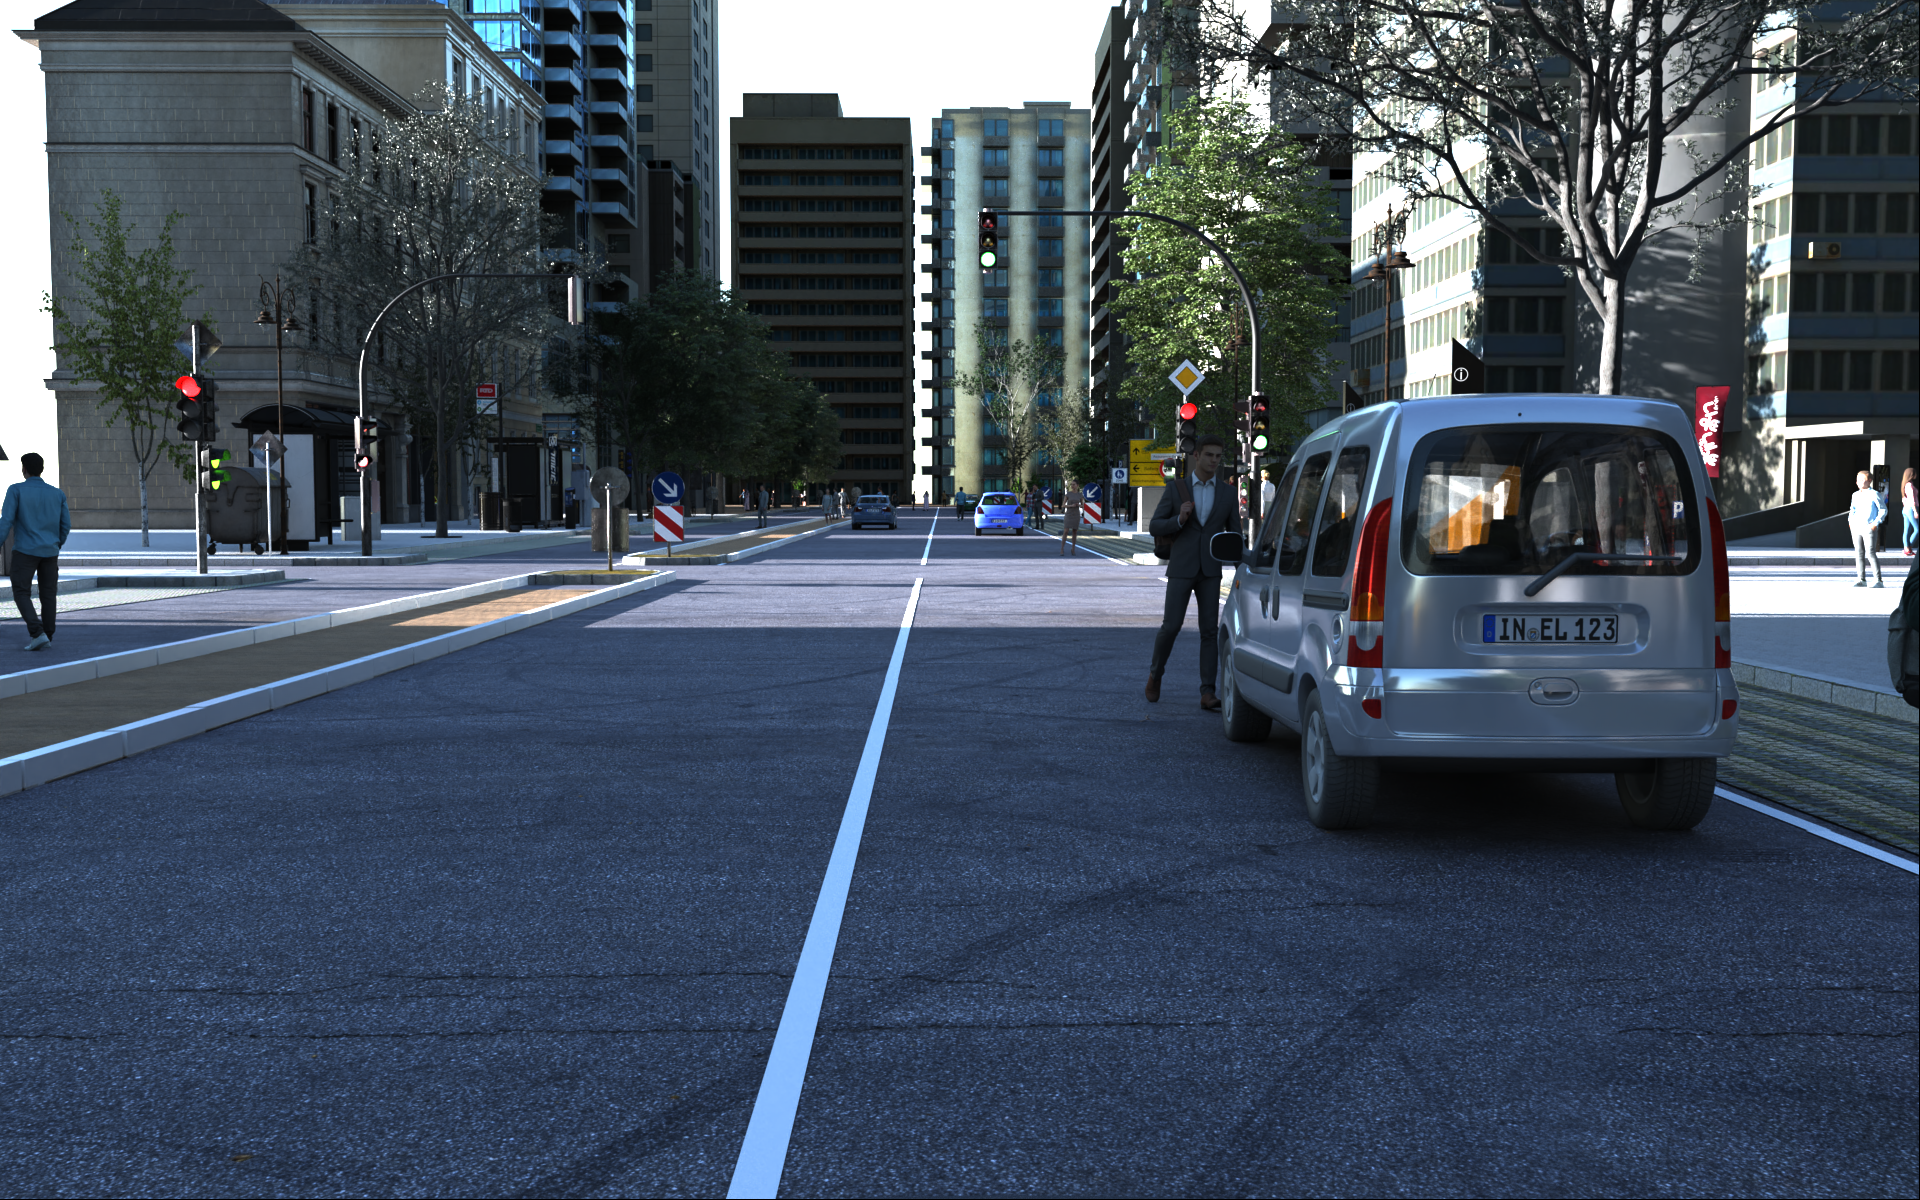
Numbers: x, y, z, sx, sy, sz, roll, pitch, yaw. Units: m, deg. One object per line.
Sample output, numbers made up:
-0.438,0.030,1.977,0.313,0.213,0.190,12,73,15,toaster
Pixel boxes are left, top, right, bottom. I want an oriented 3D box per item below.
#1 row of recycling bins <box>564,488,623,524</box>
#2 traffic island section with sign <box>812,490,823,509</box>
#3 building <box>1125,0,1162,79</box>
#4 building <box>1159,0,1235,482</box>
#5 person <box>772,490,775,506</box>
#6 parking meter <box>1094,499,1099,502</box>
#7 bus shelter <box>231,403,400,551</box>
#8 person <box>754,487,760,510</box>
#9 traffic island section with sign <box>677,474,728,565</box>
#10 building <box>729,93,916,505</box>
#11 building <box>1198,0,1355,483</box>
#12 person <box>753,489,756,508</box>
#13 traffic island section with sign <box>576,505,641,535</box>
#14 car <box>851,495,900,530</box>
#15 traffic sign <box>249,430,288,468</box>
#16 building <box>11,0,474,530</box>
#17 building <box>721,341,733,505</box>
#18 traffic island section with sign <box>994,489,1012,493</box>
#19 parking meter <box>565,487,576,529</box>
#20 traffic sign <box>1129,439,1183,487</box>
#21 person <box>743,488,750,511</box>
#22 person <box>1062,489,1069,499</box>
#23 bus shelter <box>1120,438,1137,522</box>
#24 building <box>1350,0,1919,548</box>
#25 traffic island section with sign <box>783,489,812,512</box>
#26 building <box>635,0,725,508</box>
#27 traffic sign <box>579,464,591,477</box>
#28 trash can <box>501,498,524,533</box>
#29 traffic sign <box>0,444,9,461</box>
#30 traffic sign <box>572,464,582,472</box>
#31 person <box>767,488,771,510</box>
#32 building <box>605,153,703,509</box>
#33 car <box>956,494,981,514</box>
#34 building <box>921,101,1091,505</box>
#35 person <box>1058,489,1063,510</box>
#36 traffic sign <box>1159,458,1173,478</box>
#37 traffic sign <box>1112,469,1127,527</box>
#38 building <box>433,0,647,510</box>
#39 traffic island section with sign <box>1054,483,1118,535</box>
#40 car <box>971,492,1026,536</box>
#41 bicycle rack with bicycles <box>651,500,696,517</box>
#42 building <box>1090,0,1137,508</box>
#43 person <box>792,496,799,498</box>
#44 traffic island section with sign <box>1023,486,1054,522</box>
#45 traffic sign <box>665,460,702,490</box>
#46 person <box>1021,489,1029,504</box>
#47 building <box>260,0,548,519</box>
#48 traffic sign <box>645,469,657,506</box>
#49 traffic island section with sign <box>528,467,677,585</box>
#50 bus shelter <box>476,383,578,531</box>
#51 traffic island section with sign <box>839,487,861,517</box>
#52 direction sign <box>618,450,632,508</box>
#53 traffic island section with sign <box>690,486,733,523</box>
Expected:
-16.141,-4.184,75.524,1.069,1.692,3.534,2,4,34,row of recycling bins
-13.324,-9.589,165.407,1.989,1.847,2.006,0,4,-1,traffic island section with sign
25.293,-31.910,141.329,23.786,49.044,30.456,0,4,-1,building
20.639,-26.648,119.290,14.154,41.232,14.086,0,4,-1,building
-19.590,-10.775,183.011,0.445,1.727,0.742,2,4,28,person
6.189,-4.337,79.328,0.372,1.533,0.369,0,3,0,parking meter
-15.247,-2.905,41.422,2.014,3.302,5.546,0,4,-1,bus shelter
-16.218,-8.080,138.167,0.705,1.823,1.348,-3,4,-37,person
-5.899,-1.684,35.674,2.006,1.907,1.989,0,4,-1,traffic island section with sign
-16.370,-36.044,213.027,21.600,48.544,21.300,0,4,-1,building
28.738,-31.049,96.894,28.713,52.752,27.495,0,4,-1,building
-19.223,-9.474,161.773,0.721,1.723,1.217,-2,4,-31,person
-12.256,-3.176,60.559,1.989,1.847,2.006,0,4,-1,traffic island section with sign
-3.491,-3.603,70.912,2.014,1.417,4.499,0,4,0,car
-14.189,-2.190,35.540,0.795,2.593,0.064,0,4,1,traffic sign
-28.225,-12.992,63.336,10.553,20.767,40.483,0,4,-1,building
-42.384,-22.664,215.603,28.899,21.520,27.650,0,4,-1,building
3.681,-7.906,137.884,1.989,1.847,2.006,0,4,-1,traffic island section with sign
-14.310,-3.376,63.602,0.372,1.533,0.369,0,3,0,parking meter
7.346,-4.273,63.744,2.265,3.308,0.079,0,4,6,traffic sign
-15.849,-7.448,128.485,0.551,1.740,0.621,2,4,35,person
8.055,-7.465,128.821,1.217,1.743,0.721,-3,4,-39,person
8.198,-5.199,76.287,1.731,3.624,6.357,0,4,0,bus shelter
26.675,-22.270,55.998,23.993,40.220,32.217,0,4,-1,building
-13.047,-7.922,138.151,1.989,1.847,2.006,0,4,-1,traffic island section with sign
-34.619,-44.616,167.716,20.611,71.187,20.563,0,4,-1,building
-16.011,-4.484,73.421,0.768,2.556,0.104,0,4,4,traffic sign
-14.962,-2.831,57.936,0.748,1.137,0.748,0,3,0,trash can
-15.678,-1.701,27.815,0.884,2.594,0.081,0,4,8,traffic sign
-16.250,-4.450,72.867,0.768,2.556,0.104,0,4,8,traffic sign
-15.684,-8.232,141.154,0.721,1.766,1.217,1,4,13,person
-30.261,-23.104,149.445,14.160,30.474,14.107,0,4,-1,building
0.686,-6.960,125.595,2.131,1.459,4.920,0,4,-1,car
10.457,-36.355,214.006,30.456,49.044,23.786,0,4,-1,building
8.344,-8.266,141.995,0.742,1.727,0.445,2,4,33,person
7.423,-3.741,61.272,0.768,2.556,0.104,0,4,5,traffic sign
6.263,-4.029,68.008,0.606,2.300,0.079,0,4,2,traffic sign
-34.889,-49.684,125.011,22.319,86.520,31.000,0,4,-1,building
4.466,-3.189,60.768,1.989,1.847,2.006,0,4,-1,traffic island section with sign
1.367,-3.126,60.706,1.945,1.707,3.694,0,4,1,car
-16.442,-5.220,98.721,2.852,0.926,2.925,-1,4,-20,bicycle rack with bicycles
24.140,-33.248,167.314,21.300,48.544,21.600,0,4,-1,building
-17.157,-10.779,183.068,1.217,1.735,0.721,0,4,-6,person
4.194,-4.838,87.722,1.989,1.847,2.006,0,4,-1,traffic island section with sign
-16.587,-6.729,103.894,2.265,3.308,0.079,0,4,7,traffic sign
6.380,-9.723,165.732,1.217,1.743,0.721,2,4,25,person
-31.001,-18.802,93.311,13.634,28.700,20.117,0,4,-1,building
-15.584,-5.389,88.108,0.884,2.594,0.081,0,4,5,traffic sign
-5.833,-1.231,28.268,2.006,1.907,1.989,0,4,-1,traffic island section with sign
-16.352,-5.349,65.093,2.179,5.291,8.768,0,4,-1,bus shelter
-6.675,-6.280,110.809,2.006,1.907,1.989,0,4,-1,traffic island section with sign
-17.141,-5.915,88.714,0.379,3.537,0.876,3,4,38,direction sign
-12.527,-4.825,87.513,1.989,1.847,2.006,0,4,-1,traffic island section with sign
